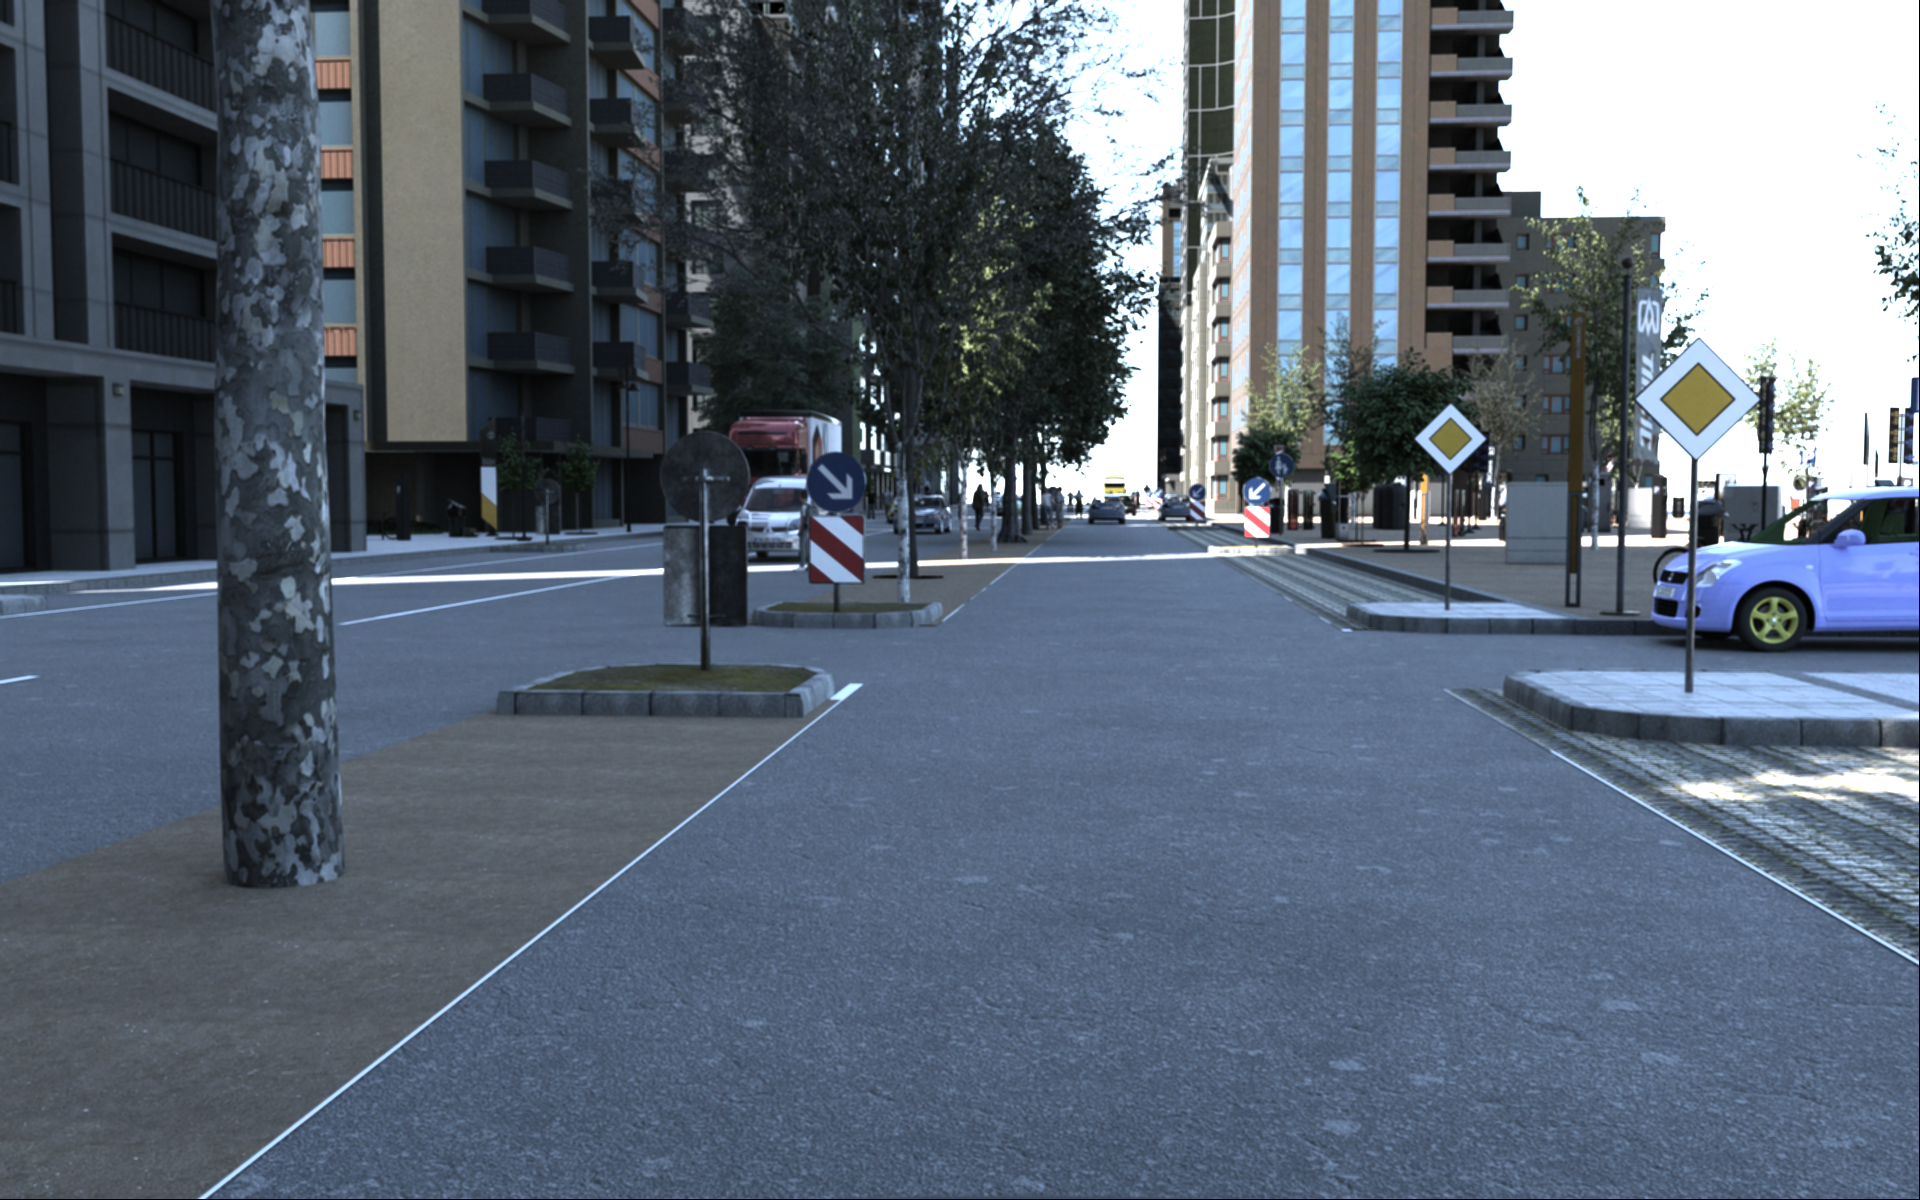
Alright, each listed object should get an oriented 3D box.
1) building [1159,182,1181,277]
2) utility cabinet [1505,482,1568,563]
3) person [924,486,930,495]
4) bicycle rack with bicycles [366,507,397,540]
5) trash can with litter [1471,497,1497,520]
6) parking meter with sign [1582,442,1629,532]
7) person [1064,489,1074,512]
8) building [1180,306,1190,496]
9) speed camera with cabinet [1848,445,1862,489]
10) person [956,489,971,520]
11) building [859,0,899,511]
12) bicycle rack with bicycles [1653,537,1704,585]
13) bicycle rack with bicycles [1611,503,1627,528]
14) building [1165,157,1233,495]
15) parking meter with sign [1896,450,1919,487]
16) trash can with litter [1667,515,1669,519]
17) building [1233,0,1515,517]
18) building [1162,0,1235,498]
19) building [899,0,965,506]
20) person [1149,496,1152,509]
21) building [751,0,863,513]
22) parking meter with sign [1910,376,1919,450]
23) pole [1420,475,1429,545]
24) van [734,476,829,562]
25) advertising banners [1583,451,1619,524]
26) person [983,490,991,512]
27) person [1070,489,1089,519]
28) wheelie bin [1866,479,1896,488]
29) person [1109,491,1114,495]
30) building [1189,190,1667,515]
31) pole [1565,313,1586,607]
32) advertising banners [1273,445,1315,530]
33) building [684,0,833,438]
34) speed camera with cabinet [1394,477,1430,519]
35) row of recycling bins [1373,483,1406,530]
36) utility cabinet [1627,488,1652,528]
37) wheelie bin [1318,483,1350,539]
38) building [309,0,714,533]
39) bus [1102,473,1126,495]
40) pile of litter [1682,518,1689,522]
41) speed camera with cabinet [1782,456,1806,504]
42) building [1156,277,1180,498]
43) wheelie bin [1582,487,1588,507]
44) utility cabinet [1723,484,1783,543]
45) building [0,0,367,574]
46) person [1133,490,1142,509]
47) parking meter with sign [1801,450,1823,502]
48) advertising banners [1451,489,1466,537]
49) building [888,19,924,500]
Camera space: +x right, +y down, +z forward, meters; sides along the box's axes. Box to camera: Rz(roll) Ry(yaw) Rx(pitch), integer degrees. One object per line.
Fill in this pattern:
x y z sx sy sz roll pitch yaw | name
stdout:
35.131 -36.330 244.109 14.600 45.320 14.200 0 4 5 | building
10.625 -1.411 31.754 1.173 1.500 0.318 1 4 12 | utility cabinet
-1.880 -5.414 96.649 0.705 1.869 1.348 2 4 27 | person
-17.392 -2.126 48.144 2.925 0.926 2.852 1 4 14 | bicycle rack with bicycles
26.757 -4.665 87.332 2.233 1.210 1.678 2 4 25 | trash can with litter
21.434 -3.780 58.060 1.738 3.016 0.543 0 4 1 | parking meter with sign
8.608 -7.740 135.127 1.350 1.814 0.705 0 4 -1 | person
34.032 -18.817 152.704 27.650 21.520 28.899 0 4 5 | building
35.811 -4.543 68.610 0.660 3.252 2.038 1 4 10 | speed camera with cabinet
0.228 -5.345 96.427 0.617 1.759 0.750 3 5 39 | person
-16.936 -31.853 140.398 23.786 49.044 30.456 0 4 5 | building
9.872 -0.450 20.737 2.925 0.926 2.852 1 4 16 | bicycle rack with bicycles
26.049 -3.301 67.353 2.925 0.926 2.852 -1 4 -10 | bicycle rack with bicycles
38.852 -30.372 188.460 32.217 40.220 23.993 0 4 5 | building
39.975 -4.713 73.313 0.543 3.016 1.738 0 4 6 | parking meter with sign
35.390 -4.744 88.620 1.678 1.210 2.233 -3 4 -36 | trash can with litter
23.522 -27.612 101.563 14.600 45.320 14.200 0 4 5 | building
35.433 -47.278 211.252 20.563 71.187 20.611 0 4 5 | building
-9.976 -55.845 225.731 22.319 86.520 31.000 0 4 5 | building
16.789 -8.817 153.603 0.436 1.711 0.756 0 4 8 | person
-14.534 -26.510 117.029 14.154 41.232 14.086 0 4 5 | building
14.015 -1.753 24.916 0.543 3.016 1.738 2 4 24 | parking meter with sign
11.762 -3.055 43.789 0.158 3.312 0.155 0 3 0 | pole
-3.882 -1.895 37.998 2.013 2.044 4.112 0 4 3 | van
25.767 -4.550 70.581 2.074 3.025 0.090 -1 4 -9 | advertising banners
2.204 -7.859 137.709 1.217 1.743 0.721 -2 4 -24 | person
6.900 -5.551 99.987 1.217 1.736 0.721 -1 4 -12 | person
19.427 -1.750 36.515 0.980 1.594 0.693 -2 4 -31 | wheelie bin
14.212 -9.348 162.283 0.756 1.711 0.436 2 4 32 | person
31.188 -17.015 123.230 27.650 21.520 28.899 0 4 5 | building
6.974 -1.576 19.614 0.158 3.312 0.155 0 3 0 | pole
11.910 -4.010 61.758 2.074 3.025 0.090 -2 4 -34 | advertising banners
-15.624 -20.277 103.224 14.160 30.474 14.107 0 4 5 | building
23.382 -5.826 89.586 0.660 3.252 2.038 -2 4 -30 | speed camera with cabinet
15.805 -3.467 63.793 1.069 1.692 3.534 0 4 6 | row of recycling bins
25.261 -3.377 63.894 1.173 1.500 0.318 1 4 9 | utility cabinet
10.789 -2.583 50.140 0.980 1.594 0.693 -1 4 -21 | wheelie bin
-22.665 -25.428 70.378 22.147 44.769 28.867 0 4 5 | building
18.443 -13.181 207.053 2.896 3.916 12.252 0 4 5 | bus
33.869 -3.971 78.885 1.719 0.858 1.176 3 5 41 | pile of litter
38.044 -5.240 80.006 2.038 3.252 0.660 2 4 29 | speed camera with cabinet
33.180 -28.035 230.073 14.160 30.474 14.107 0 4 5 | building
26.556 -4.024 73.694 0.693 1.594 0.980 -1 4 -23 | wheelie bin
18.285 -1.913 39.959 1.173 1.500 0.318 3 5 42 | utility cabinet
-23.903 -36.387 33.178 20.563 71.187 20.611 0 4 5 | building
17.428 -9.870 169.888 1.348 1.823 0.705 -3 5 -40 | person
34.254 -4.472 69.381 0.543 3.016 1.738 3 5 45 | parking meter with sign
14.767 -3.385 51.528 0.090 3.025 2.074 2 4 30 | advertising banners
-10.962 -31.331 162.374 14.600 45.320 14.200 0 4 5 | building
